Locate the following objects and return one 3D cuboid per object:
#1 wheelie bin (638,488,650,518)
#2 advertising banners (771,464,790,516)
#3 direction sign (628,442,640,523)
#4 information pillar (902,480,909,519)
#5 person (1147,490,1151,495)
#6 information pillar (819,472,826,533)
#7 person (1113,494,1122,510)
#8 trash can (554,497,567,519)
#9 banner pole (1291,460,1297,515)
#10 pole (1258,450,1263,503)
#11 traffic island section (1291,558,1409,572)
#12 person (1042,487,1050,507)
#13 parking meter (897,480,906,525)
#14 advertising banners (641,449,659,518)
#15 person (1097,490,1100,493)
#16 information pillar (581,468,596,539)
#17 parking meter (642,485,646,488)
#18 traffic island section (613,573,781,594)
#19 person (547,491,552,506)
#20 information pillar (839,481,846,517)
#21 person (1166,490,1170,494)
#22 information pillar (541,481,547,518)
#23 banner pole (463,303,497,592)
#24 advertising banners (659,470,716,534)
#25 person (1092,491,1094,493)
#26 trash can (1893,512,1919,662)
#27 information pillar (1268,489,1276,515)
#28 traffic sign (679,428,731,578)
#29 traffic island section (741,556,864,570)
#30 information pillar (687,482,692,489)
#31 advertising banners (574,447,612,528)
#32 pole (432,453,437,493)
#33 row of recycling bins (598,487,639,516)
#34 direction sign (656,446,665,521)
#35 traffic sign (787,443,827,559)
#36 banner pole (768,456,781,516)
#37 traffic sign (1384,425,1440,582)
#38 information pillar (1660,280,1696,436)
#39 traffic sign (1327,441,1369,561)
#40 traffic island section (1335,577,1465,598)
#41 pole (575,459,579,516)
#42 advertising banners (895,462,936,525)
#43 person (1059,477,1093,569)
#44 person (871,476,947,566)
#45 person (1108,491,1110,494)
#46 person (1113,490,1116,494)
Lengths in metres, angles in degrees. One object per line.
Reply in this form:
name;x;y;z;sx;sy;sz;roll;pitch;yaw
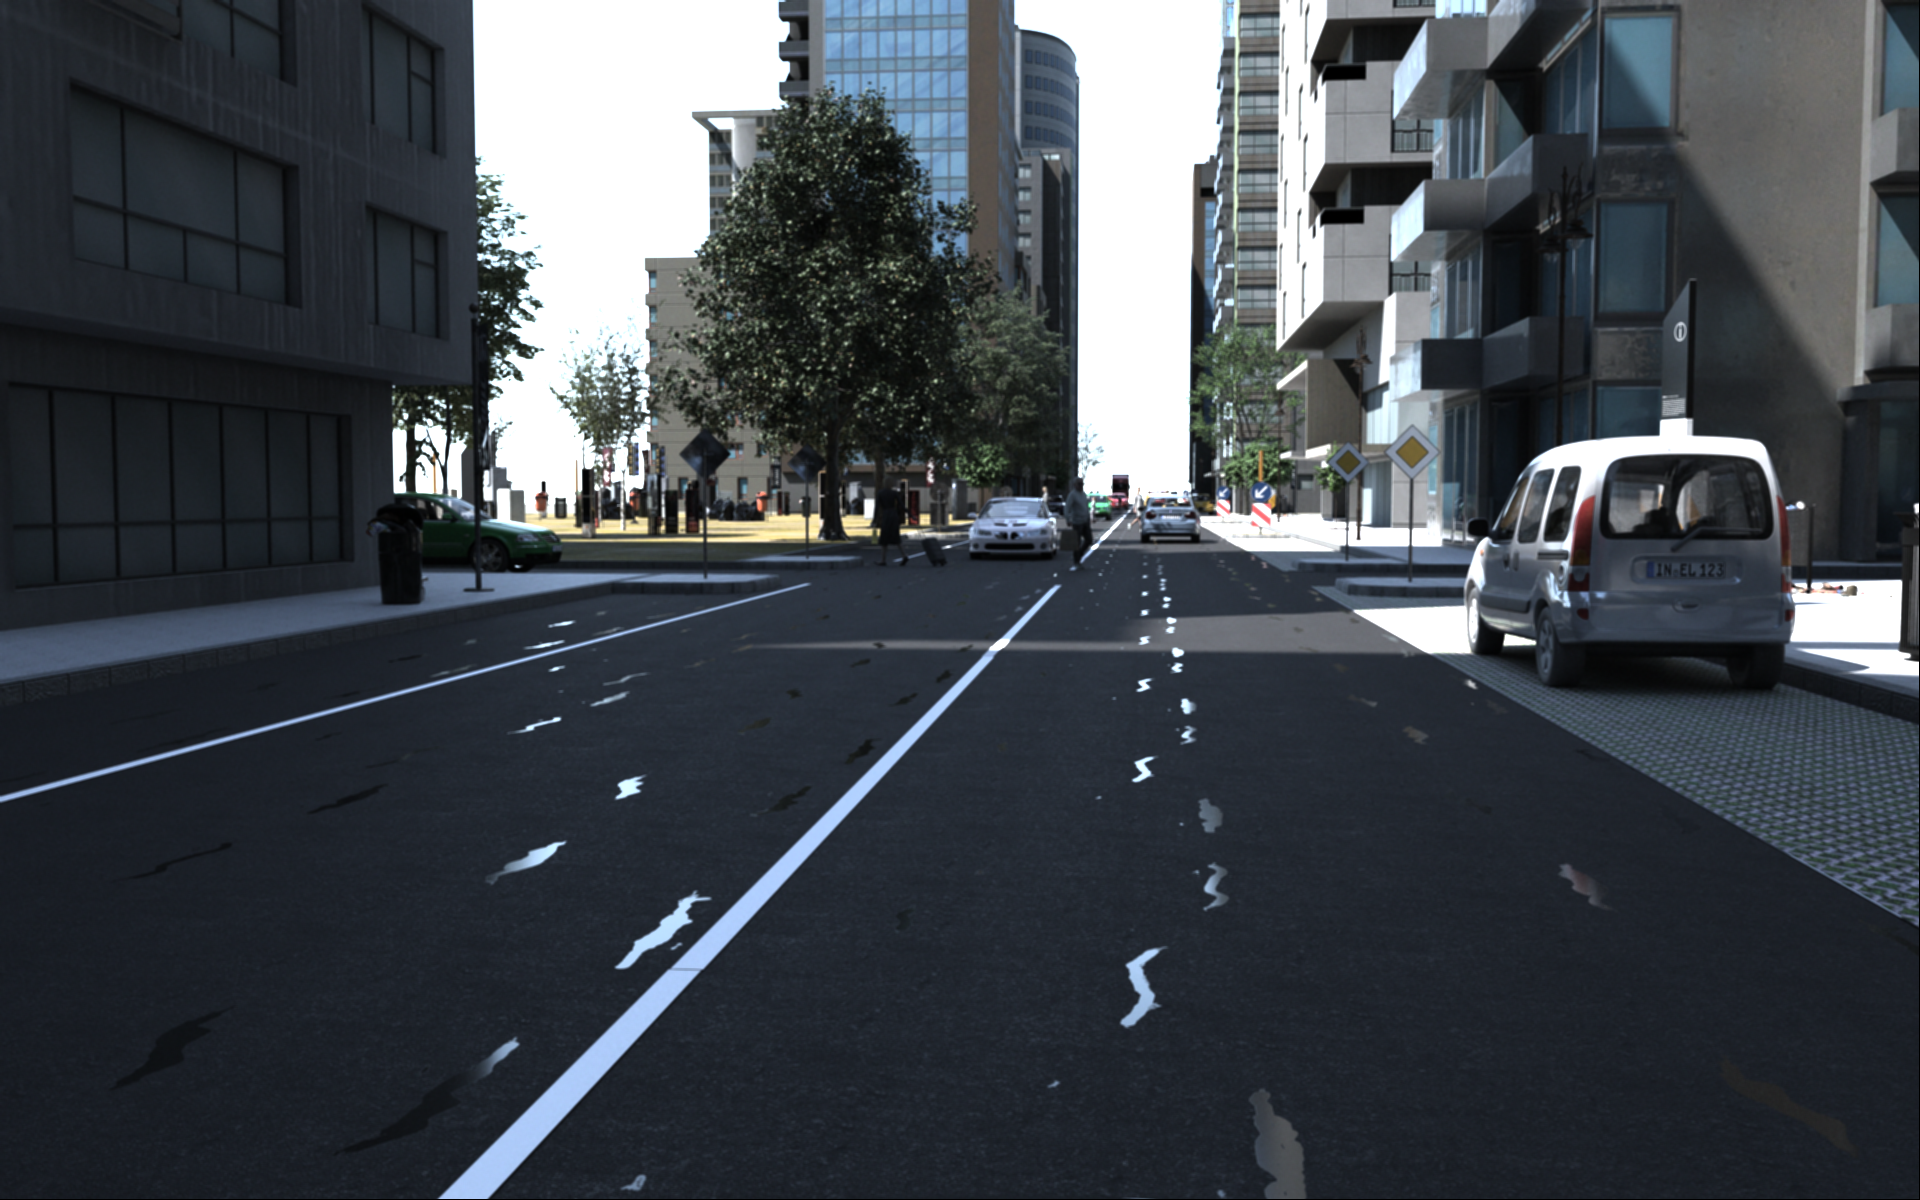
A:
wheelie bin;-17.042;-5.250;93.742;0.980;1.594;0.693;-1;4;-20
advertising banners;-10.708;-6.534;103.019;0.090;3.025;2.074;2;4;27
direction sign;-14.228;-5.112;75.578;0.379;3.537;0.876;-3;5;-43
information pillar;-2.819;-5.205;89.592;0.304;2.012;0.304;2;4;25
person;15.482;-8.178;142.992;0.721;1.735;1.217;-1;4;-14
information pillar;-4.432;-3.193;56.694;0.304;2.012;0.304;1;4;10
person;13.944;-8.640;152.959;0.628;1.438;0.799;1;4;22
trash can;-20.904;-4.833;90.672;0.748;1.137;0.748;0;3;0
banner pole;20.298;-7.038;105.080;0.401;3.779;0.863;-1;4;-20
pole;14.061;-5.330;80.988;0.158;3.312;0.155;0;3;0
traffic island section;7.435;-0.668;33.199;2.009;0.180;2.903;0;4;6
person;4.301;-4.765;86.592;0.728;1.800;0.709;0;4;-5
parking meter;-2.462;-4.112;72.941;0.255;1.863;0.399;-2;4;-28
advertising banners;-11.987;-4.435;68.700;0.090;3.025;2.074;2;4;29
person;13.865;-10.119;173.941;0.705;1.824;1.348;-2;4;-23
information pillar;-10.606;-2.750;49.449;0.304;2.012;0.304;1;4;12
parking meter;-20.252;-6.469;111.471;0.255;1.863;0.399;1;4;9
traffic island section;-3.899;-0.251;26.385;2.009;0.180;2.903;0;4;6
person;-46.600;-11.392;195.577;1.217;1.723;0.721;1;4;13
information pillar;-6.572;-5.651;96.886;0.304;2.012;0.304;-2;4;-29
person;13.238;-6.224;111.079;0.721;1.723;1.217;-3;4;-38
information pillar;-22.598;-5.477;94.040;0.304;2.012;0.304;-1;4;-13
banner pole;-6.259;-1.995;22.634;0.401;3.779;0.863;-2;4;-31
advertising banners;-8.789;-3.698;56.651;2.074;3.025;0.090;-3;4;-36
person;12.401;-9.451;163.472;0.683;1.767;0.568;0;4;-7
trash can;7.550;-0.098;13.261;0.748;1.137;0.748;0;3;0
information pillar;18.975;-6.981;105.487;0.504;3.616;0.183;0;4;-8
traffic sign;-3.874;-1.387;26.321;0.795;2.450;0.064;0;4;6
traffic island section;-3.046;-0.737;34.325;2.009;0.180;2.903;0;4;6
information pillar;-16.859;-6.346;108.254;0.304;2.012;0.304;1;4;13
advertising banners;-13.837;-4.230;65.350;2.074;3.025;0.090;2;4;35
pole;-26.147;-5.650;86.219;0.158;3.312;0.155;0;3;0
row of recycling bins;-19.091;-5.658;99.623;3.534;1.692;1.069;-1;4;-22
direction sign;-14.194;-5.509;82.070;0.379;3.537;0.876;-3;4;-37
traffic sign;-3.022;-1.873;34.261;0.795;2.450;0.064;0;4;6
banner pole;-10.839;-6.798;101.156;0.863;3.779;0.401;-1;4;-13
traffic sign;6.558;-1.318;25.185;0.795;2.450;0.064;0;4;6
information pillar;7.954;-1.704;19.219;0.183;3.616;0.504;-1;4;-12
traffic sign;7.410;-1.803;33.124;0.795;2.450;0.064;0;4;6
traffic island section;6.582;-0.182;25.259;2.009;0.180;2.903;0;4;6
pole;-22.253;-6.527;100.552;0.158;3.312;0.155;0;3;0
advertising banners;-1.932;-4.595;71.324;2.074;3.025;0.090;0;4;-1
person;2.204;-1.483;33.233;0.515;1.767;0.782;3;5;42
person;-1.077;-1.584;34.622;1.509;1.804;0.699;2;4;27
person;16.622;-11.235;192.894;1.217;1.736;0.721;3;4;38
person;18.422;-12.176;207.212;1.348;1.869;0.705;2;4;29
